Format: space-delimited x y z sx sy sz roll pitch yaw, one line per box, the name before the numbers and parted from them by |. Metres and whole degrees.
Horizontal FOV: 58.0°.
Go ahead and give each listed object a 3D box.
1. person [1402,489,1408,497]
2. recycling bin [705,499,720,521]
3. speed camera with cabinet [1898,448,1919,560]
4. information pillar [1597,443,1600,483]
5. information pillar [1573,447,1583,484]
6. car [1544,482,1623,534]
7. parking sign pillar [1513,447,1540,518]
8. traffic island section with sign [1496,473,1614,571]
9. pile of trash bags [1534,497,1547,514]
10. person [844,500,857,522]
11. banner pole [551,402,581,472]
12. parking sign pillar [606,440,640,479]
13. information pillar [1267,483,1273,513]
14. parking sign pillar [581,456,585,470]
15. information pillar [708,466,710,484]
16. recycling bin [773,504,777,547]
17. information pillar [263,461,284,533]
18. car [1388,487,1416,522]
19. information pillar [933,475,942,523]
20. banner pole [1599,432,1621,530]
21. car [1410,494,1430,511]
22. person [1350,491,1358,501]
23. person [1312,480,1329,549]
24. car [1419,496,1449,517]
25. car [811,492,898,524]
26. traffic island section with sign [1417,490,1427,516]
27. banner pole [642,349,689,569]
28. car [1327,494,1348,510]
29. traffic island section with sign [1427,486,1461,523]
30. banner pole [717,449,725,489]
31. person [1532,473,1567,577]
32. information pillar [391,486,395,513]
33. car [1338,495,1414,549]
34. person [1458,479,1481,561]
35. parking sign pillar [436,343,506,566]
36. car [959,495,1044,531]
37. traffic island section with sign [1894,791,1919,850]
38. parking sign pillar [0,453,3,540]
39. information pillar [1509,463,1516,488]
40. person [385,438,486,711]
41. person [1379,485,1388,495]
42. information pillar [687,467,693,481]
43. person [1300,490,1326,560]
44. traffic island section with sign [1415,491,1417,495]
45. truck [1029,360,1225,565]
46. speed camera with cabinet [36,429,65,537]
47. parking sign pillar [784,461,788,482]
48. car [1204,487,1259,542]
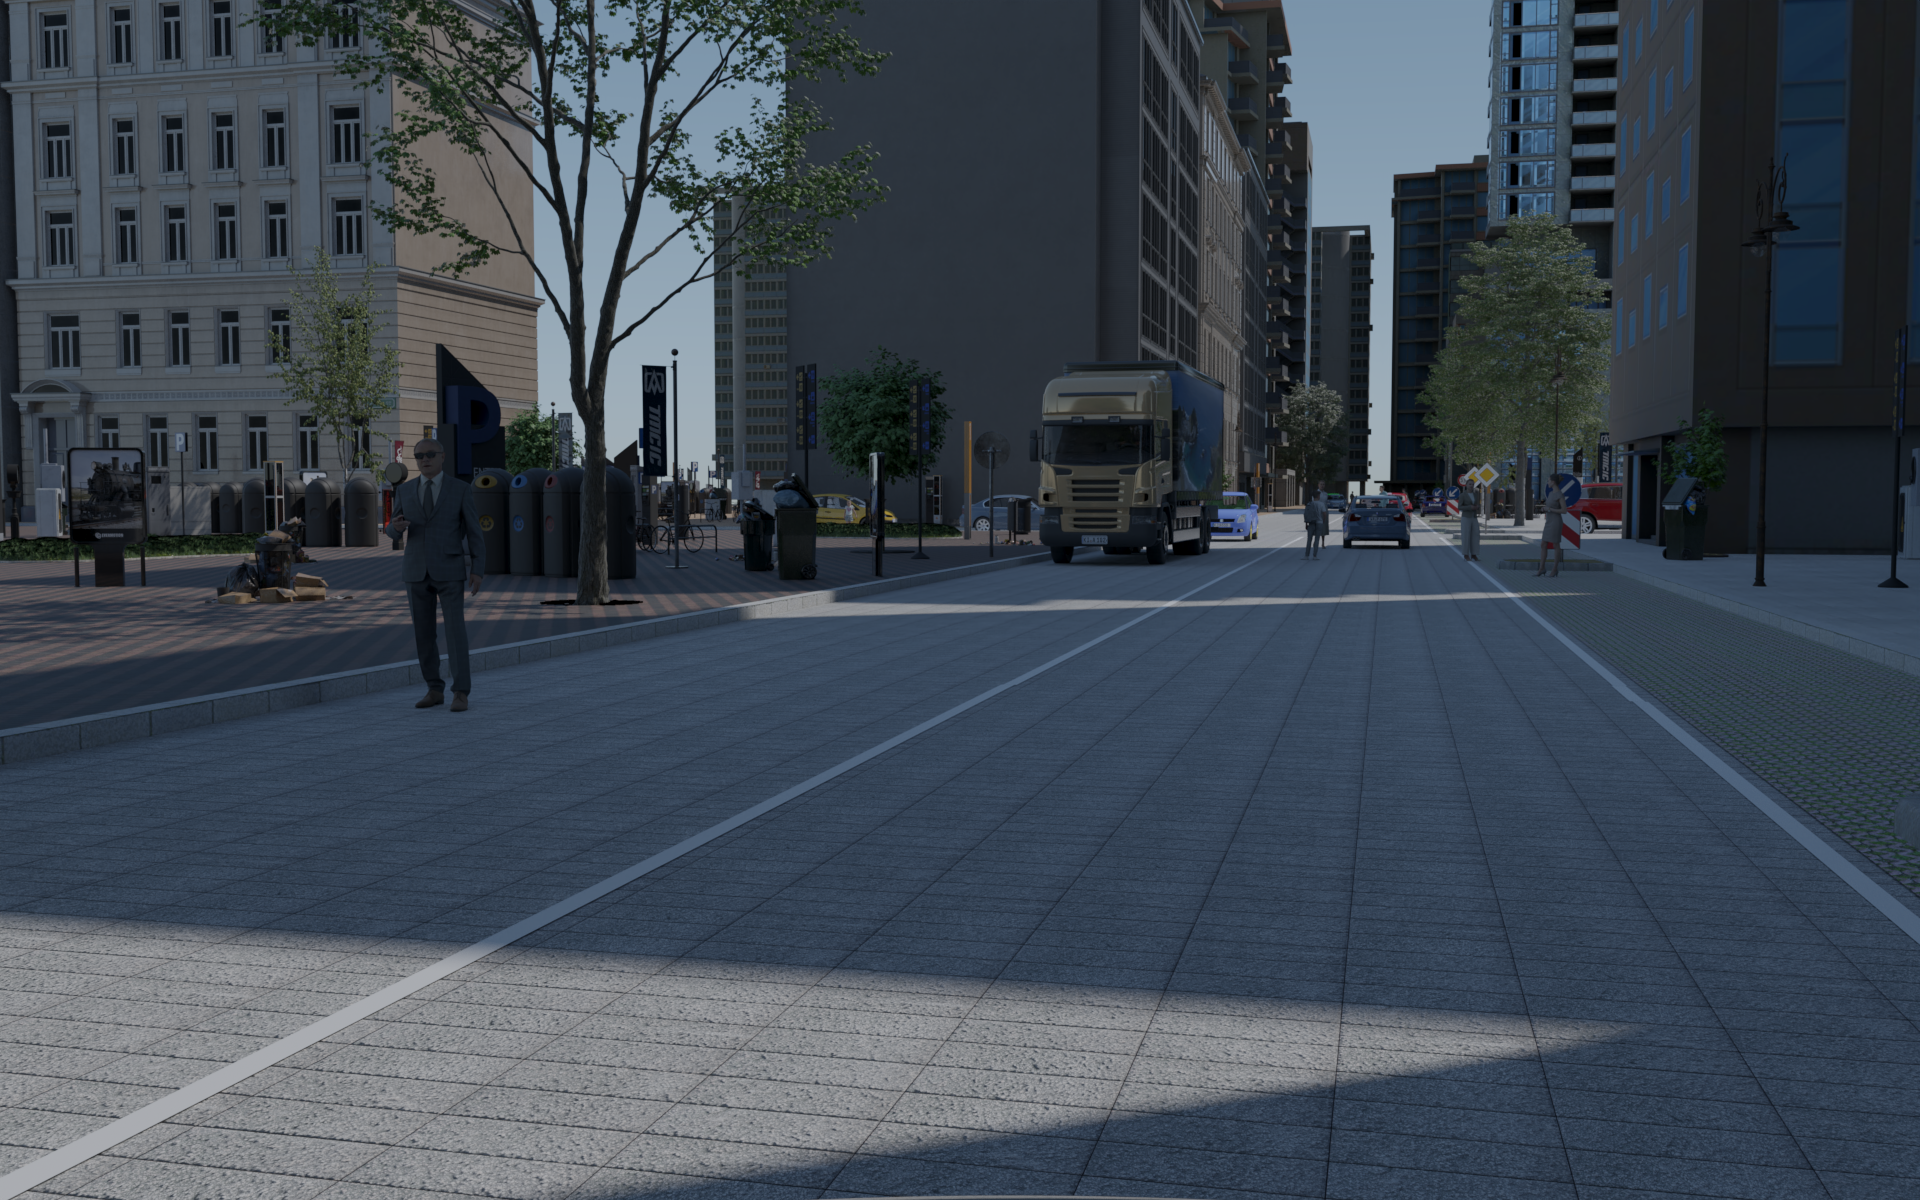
person | 33.113 -7.399 129.390 0.656 1.842 0.836 0 4 -7
recycling bin | -12.062 -4.395 84.405 0.722 1.027 0.722 -1 4 -10
speed camera with cabinet | 18.667 -2.398 33.540 0.660 3.252 2.038 1 4 21
information pillar | 29.471 -5.403 79.689 0.504 3.616 0.183 -3 5 -40
information pillar | 30.757 -5.803 86.227 0.504 3.616 0.183 3 5 39
car | 22.244 -2.994 57.621 5.304 1.827 2.281 1 4 16
parking sign pillar | 29.939 -6.301 91.500 1.447 3.967 1.447 1 4 17
traffic island section with sign | 11.307 -1.492 33.024 1.989 1.847 2.006 1 4 14
pile of trash bags | 37.019 -6.278 112.397 1.912 1.369 3.447 0 4 -5
person | -3.966 -2.989 62.389 0.505 1.210 0.382 -1 4 -9
banner pole | -10.803 -3.479 46.896 0.863 3.779 0.401 2 4 24
parking sign pillar | -16.575 -5.984 86.315 1.447 3.967 1.447 1 4 20
information pillar | 21.499 -7.078 120.223 0.304 2.012 0.304 0 4 -7
parking sign pillar | -26.033 -8.042 119.953 1.447 3.967 1.447 -3 4 -36
information pillar | -20.626 -9.231 142.282 0.183 3.616 0.504 0 4 -2
recycling bin | -4.131 -1.819 42.300 0.722 1.027 0.722 1 4 10
information pillar | -15.372 -2.100 38.825 0.304 2.012 0.304 1 4 13
car | 21.633 -4.737 86.486 2.155 1.783 4.494 1 4 16
information pillar | -0.874 -3.880 67.932 0.304 2.012 0.304 1 4 15
banner pole | 23.126 -4.381 61.642 0.863 3.779 0.401 0 4 -3
car | 39.957 -8.563 149.798 2.009 1.686 4.222 1 4 14
person | 43.799 -11.237 192.757 0.750 1.759 0.617 -1 4 -10
person | 9.463 -2.255 45.588 0.478 1.798 0.641 0 4 -4
car | 29.450 -5.797 107.361 1.945 1.354 3.894 1 4 15
car | -4.302 -3.316 64.444 3.980 1.641 2.015 1 4 15
traffic island section with sign | 31.164 -6.410 113.434 1.989 1.847 2.006 1 4 14
banner pole | -5.090 -2.431 29.757 0.863 3.779 0.401 -3 4 -37
car | 32.109 -8.320 148.040 2.014 1.417 4.499 1 4 12
traffic island section with sign | 24.701 -4.809 87.262 1.989 1.847 2.006 1 4 14
banner pole | -13.254 -6.481 95.977 0.401 3.779 0.863 2 4 25
person | 10.099 -1.272 29.634 0.374 1.781 0.599 -1 4 -10
information pillar | -19.177 -3.329 58.920 0.304 2.012 0.304 -1 4 -23
car | 11.242 -2.129 46.813 2.014 1.417 4.499 1 4 13
person | 10.855 -1.699 36.831 0.519 1.759 0.362 -1 4 -21
parking sign pillar | -8.889 -2.635 31.554 1.447 3.967 1.447 2 4 29
car | 2.241 -3.049 61.861 4.499 1.417 2.014 1 4 14
traffic island section with sign | 4.789 0.125 6.578 1.989 1.847 2.006 1 4 14
parking sign pillar | -20.383 -2.903 35.944 1.447 3.967 1.447 -1 4 -8
information pillar | 41.418 -8.473 129.891 0.504 3.616 0.183 3 5 42
person | -3.507 -0.174 11.516 0.661 1.801 0.590 0 4 -2
person | 19.117 -4.248 77.976 0.620 1.820 0.660 -2 4 -28
information pillar | -23.452 -9.723 150.329 0.504 3.616 0.183 1 4 15
person | 7.662 -1.620 37.581 0.503 1.515 0.523 -1 4 -13
traffic island section with sign | 43.074 -9.359 161.640 1.989 1.847 2.006 1 4 14
truck | 3.990 -3.050 38.779 2.839 4.237 11.283 1 4 16
speed camera with cabinet | -27.218 -3.517 51.847 0.660 3.252 2.038 -1 4 -21
parking sign pillar | -9.314 -6.688 97.824 1.447 3.967 1.447 -3 5 -44
car | 8.260 -2.685 53.496 1.945 1.707 3.694 1 4 14
